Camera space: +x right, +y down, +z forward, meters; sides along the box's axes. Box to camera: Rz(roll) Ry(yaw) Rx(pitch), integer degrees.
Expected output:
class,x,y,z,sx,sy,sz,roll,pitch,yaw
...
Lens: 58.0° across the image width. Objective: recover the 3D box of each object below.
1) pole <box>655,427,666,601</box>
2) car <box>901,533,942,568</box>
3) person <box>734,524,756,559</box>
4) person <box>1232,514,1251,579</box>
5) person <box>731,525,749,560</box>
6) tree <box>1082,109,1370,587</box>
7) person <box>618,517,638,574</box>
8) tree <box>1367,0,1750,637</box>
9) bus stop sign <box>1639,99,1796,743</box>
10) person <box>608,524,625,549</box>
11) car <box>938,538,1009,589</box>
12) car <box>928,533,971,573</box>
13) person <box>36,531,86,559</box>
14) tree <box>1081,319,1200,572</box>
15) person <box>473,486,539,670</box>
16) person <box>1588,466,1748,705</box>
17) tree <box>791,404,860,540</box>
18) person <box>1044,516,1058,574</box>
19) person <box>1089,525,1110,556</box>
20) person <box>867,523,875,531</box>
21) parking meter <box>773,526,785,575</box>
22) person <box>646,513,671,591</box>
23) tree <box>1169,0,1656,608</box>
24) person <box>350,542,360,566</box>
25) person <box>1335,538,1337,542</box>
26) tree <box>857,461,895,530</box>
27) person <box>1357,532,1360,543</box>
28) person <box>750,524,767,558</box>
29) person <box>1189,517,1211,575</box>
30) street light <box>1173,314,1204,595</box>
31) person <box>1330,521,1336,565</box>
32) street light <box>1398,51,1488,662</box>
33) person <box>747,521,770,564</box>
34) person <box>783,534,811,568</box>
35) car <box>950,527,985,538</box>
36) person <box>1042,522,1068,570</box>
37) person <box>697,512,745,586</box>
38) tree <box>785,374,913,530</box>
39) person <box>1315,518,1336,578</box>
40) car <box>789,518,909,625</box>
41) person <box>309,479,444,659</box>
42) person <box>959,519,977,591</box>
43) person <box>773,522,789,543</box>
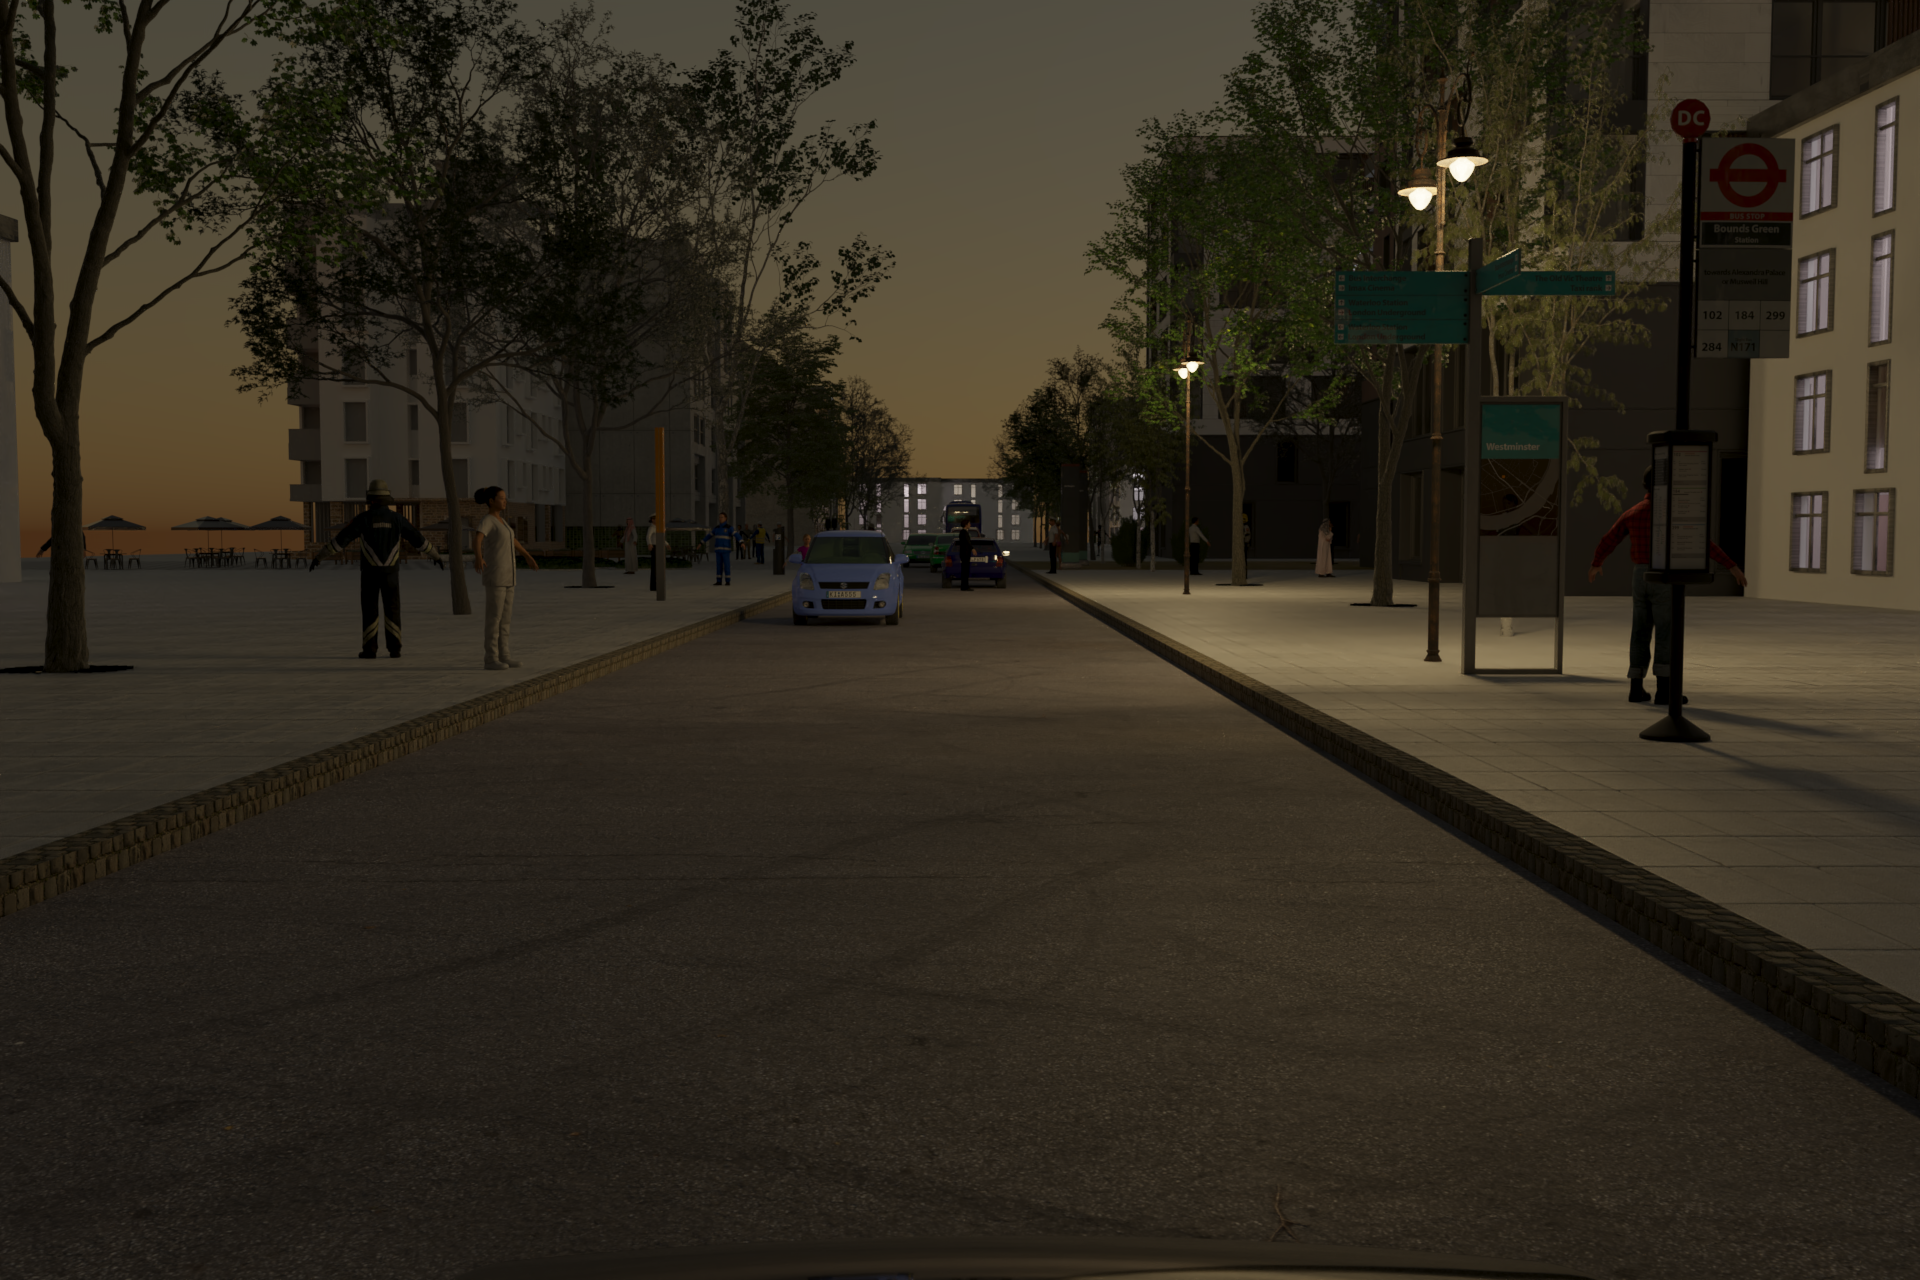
class,x,y,z,sx,sy,sz,roll,pitch,yaw
pole,-5.750,-2.409,33.227,0.158,3.312,0.155,0,3,0
car,-1.583,-4.065,75.258,1.959,1.807,4.718,0,4,-1
person,-10.812,-4.991,87.880,1.348,1.796,0.705,-1,4,-18
person,8.016,-2.658,49.229,0.704,1.858,1.351,0,4,-6
person,-10.997,-4.856,86.110,1.216,1.740,0.721,1,4,15
tree,6.817,-7.152,42.692,9.928,11.665,9.643,0,3,0
person,-10.560,-3.007,55.317,0.704,1.811,1.347,-2,4,-33
tree,6.762,-4.362,21.677,4.360,8.622,3.978,0,3,0
bus stop sign,4.697,-1.347,10.731,0.855,3.939,0.416,0,4,0
person,-18.742,-5.484,95.435,1.354,1.858,0.705,1,4,9
car,0.374,-2.099,46.892,1.945,1.354,3.894,0,3,0
car,-0.233,-3.466,65.470,1.959,1.807,4.718,0,4,0
person,-14.016,-1.289,27.126,1.345,1.823,0.704,2,4,35
tree,6.349,-6.616,58.538,4.737,8.622,4.395,0,3,0
person,-4.322,-0.593,16.473,0.721,1.739,1.217,1,4,11
person,5.291,-0.429,13.129,0.704,1.816,1.345,-2,4,-32
tree,-8.052,-9.004,97.572,4.737,8.622,4.395,0,3,0
person,2.976,-3.076,56.074,0.704,1.855,1.343,-1,4,-9
person,8.192,-5.805,101.049,1.345,1.843,0.704,-1,4,-12
person,-3.453,-3.602,67.123,0.705,1.856,1.354,0,4,-2
parking meter,-5.707,-2.822,54.558,0.372,1.533,0.369,0,3,0
person,-6.783,-1.990,38.997,0.721,1.778,1.216,1,4,11
tree,7.673,-6.399,30.384,9.928,11.665,9.643,0,3,0
person,-23.870,-3.866,69.391,1.347,1.806,0.705,1,4,20
person,17.553,-4.669,82.111,0.705,1.856,1.354,2,4,30
tree,-8.588,-13.206,166.272,4.737,8.622,4.395,0,3,0
person,16.981,-4.054,72.408,1.347,1.817,0.704,-3,5,-40
person,-11.162,-5.409,94.568,1.348,1.813,0.705,1,4,23
person,7.353,-2.929,54.044,0.704,1.810,1.344,-2,4,-26
street light,4.814,-3.904,36.617,0.468,5.910,1.993,0,4,0
person,15.253,-3.995,71.258,0.705,1.837,1.347,1,4,12
street light,4.764,-2.720,17.268,0.468,5.910,1.993,0,4,-1
person,-8.500,-4.130,73.490,0.705,1.833,1.349,3,4,39
person,-3.011,-1.375,34.206,0.991,1.433,0.599,-1,4,-14
car,0.262,-5.299,95.319,2.281,1.827,5.304,0,4,-1
person,3.459,-3.402,62.432,1.217,1.733,0.721,-3,4,-38
person,-5.913,-2.272,43.119,1.345,1.831,0.704,1,4,21
tree,-8.537,-13.565,132.159,12.009,13.543,11.850,0,3,0
person,10.771,-2.708,50.980,0.621,1.740,0.551,1,4,9
car,-1.797,-1.149,28.372,1.945,1.707,3.694,0,4,0
person,-6.003,-0.736,17.909,1.351,1.845,0.704,-2,4,-30
person,0.165,-2.140,43.635,0.705,1.806,1.347,-1,4,-12
person,-8.209,-4.463,78.824,0.705,1.847,1.347,2,4,26
